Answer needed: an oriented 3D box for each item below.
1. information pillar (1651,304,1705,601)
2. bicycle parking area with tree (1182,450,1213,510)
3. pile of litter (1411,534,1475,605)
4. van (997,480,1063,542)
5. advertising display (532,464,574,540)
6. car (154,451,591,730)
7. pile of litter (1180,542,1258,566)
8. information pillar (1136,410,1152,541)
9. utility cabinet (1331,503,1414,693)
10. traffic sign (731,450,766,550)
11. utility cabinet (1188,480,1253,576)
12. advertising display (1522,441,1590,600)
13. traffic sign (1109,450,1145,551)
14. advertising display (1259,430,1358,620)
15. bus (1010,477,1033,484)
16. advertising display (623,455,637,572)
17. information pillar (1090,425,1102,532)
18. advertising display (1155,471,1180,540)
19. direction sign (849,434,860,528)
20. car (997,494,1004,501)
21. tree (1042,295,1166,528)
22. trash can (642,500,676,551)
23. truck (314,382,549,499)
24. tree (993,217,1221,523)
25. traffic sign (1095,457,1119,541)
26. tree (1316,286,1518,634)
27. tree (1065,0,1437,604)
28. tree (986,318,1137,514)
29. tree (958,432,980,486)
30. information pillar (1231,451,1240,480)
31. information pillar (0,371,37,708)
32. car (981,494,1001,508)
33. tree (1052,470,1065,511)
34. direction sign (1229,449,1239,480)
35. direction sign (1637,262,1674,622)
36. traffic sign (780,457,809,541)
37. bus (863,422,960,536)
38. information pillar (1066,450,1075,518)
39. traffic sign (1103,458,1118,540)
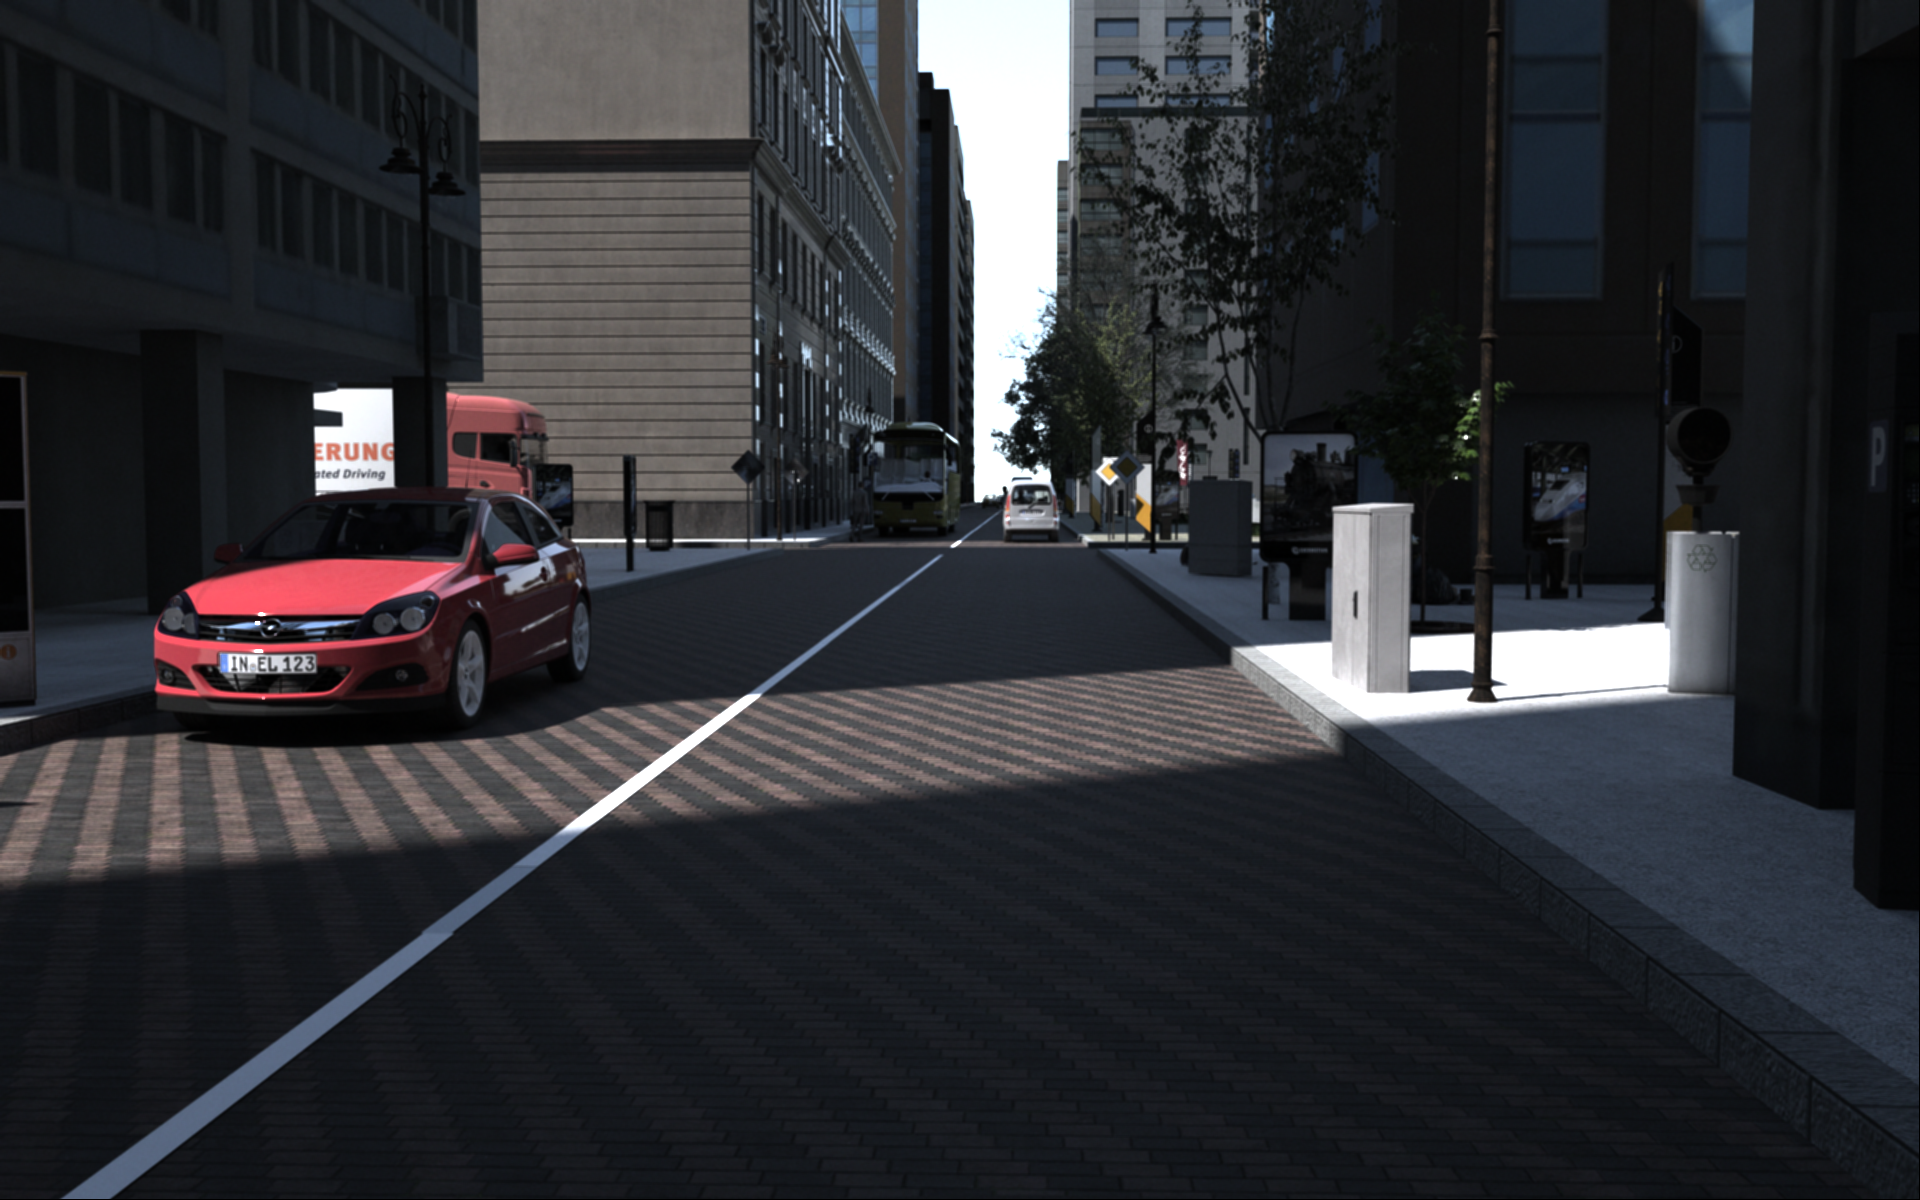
[{"bbox_3d":[8.557,-1.789,20.603,0.183,3.616,0.504,-3,5,-45],"label":"information pillar"},{"bbox_3d":[18.959,-7.784,114.274,8.231,4.147,9.016,0,4,3],"label":"bicycle parking area with tree"},{"bbox_3d":[5.437,-0.408,20.631,1.176,0.858,1.719,-2,4,-31],"label":"pile of litter"},{"bbox_3d":[2.145,-2.792,52.662,2.013,2.044,4.112,0,4,1],"label":"van"},{"bbox_3d":[-8.709,-1.949,37.077,0.123,1.923,0.974,3,5,40],"label":"advertising display"},{"bbox_3d":[-3.829,-0.174,11.888,2.155,1.783,4.494,0,4,2],"label":"car"},{"bbox_3d":[4.693,-1.059,31.286,1.719,0.858,1.176,-2,4,-25],"label":"pile of litter"},{"bbox_3d":[5.077,-3.428,47.396,0.504,3.616,0.183,1,4,9],"label":"information pillar"},{"bbox_3d":[2.744,-0.028,11.618,0.306,1.237,1.020,0,4,-1],"label":"utility cabinet"},{"bbox_3d":[-4.820,-2.191,39.466,0.795,2.450,0.064,0,4,2],"label":"traffic sign"},{"bbox_3d":[4.094,-1.134,27.221,0.318,1.500,1.173,-2,4,-32],"label":"utility cabinet"},{"bbox_3d":[7.287,-0.976,21.178,0.974,1.923,0.123,-2,4,-26],"label":"advertising display"},{"bbox_3d":[3.767,-2.171,39.134,0.795,2.450,0.064,0,4,2],"label":"traffic sign"},{"bbox_3d":[3.537,-0.757,17.593,0.974,1.923,0.123,1,4,10],"label":"advertising display"},{"bbox_3d":[6.933,-11.886,189.202,2.948,3.499,13.247,0,4,3],"label":"bus"},{"bbox_3d":[-5.519,-1.454,28.986,0.123,1.923,0.974,0,4,-5],"label":"advertising display"},{"bbox_3d":[4.625,-4.138,59.008,0.183,3.616,0.504,3,5,45],"label":"information pillar"},{"bbox_3d":[5.733,-2.636,48.307,0.974,1.923,0.123,-3,4,-36],"label":"advertising display"},{"bbox_3d":[-3.970,-4.481,65.260,0.379,3.537,0.876,1,4,20],"label":"direction sign"},{"bbox_3d":[6.704,-16.023,270.778,1.959,1.807,4.718,0,4,1],"label":"car"},{"bbox_3d":[5.516,-7.032,65.342,4.737,8.622,4.395,0,3,0],"label":"tree"},{"bbox_3d":[-6.787,-1.679,39.104,0.748,1.137,0.748,0,3,0],"label":"trash can"},{"bbox_3d":[-15.424,-3.338,43.494,11.283,4.237,2.839,0,4,1],"label":"truck"},{"bbox_3d":[6.654,-10.250,77.960,12.009,13.543,11.850,0,3,0],"label":"tree"},{"bbox_3d":[4.058,-2.659,47.113,0.795,2.450,0.064,0,4,2],"label":"traffic sign"},{"bbox_3d":[4.418,-1.319,16.162,1.663,3.219,1.824,0,3,0],"label":"tree"},{"bbox_3d":[3.589,-4.278,20.308,4.360,8.622,3.978,0,3,0],"label":"tree"},{"bbox_3d":[6.865,-11.847,110.704,9.611,12.733,9.660,0,3,0],"label":"tree"},{"bbox_3d":[0.059,-15.238,199.509,4.360,8.622,3.978,0,3,0],"label":"tree"},{"bbox_3d":[15.004,-6.302,94.397,0.504,3.616,0.183,-1,4,-10],"label":"information pillar"},{"bbox_3d":[-5.805,-0.364,10.439,0.304,2.012,0.304,3,5,45],"label":"information pillar"},{"bbox_3d":[3.125,-10.105,175.442,2.015,1.641,3.980,0,4,2],"label":"car"},{"bbox_3d":[7.698,-8.552,134.433,1.663,3.219,1.824,0,3,0],"label":"tree"},{"bbox_3d":[13.737,-5.810,86.993,0.379,3.537,0.876,3,5,41],"label":"direction sign"},{"bbox_3d":[7.044,-1.553,17.384,0.379,3.537,0.876,1,4,14],"label":"direction sign"},{"bbox_3d":[-4.530,-2.679,47.446,0.795,2.450,0.064,0,4,2],"label":"traffic sign"},{"bbox_3d":[-1.478,-4.342,62.544,2.896,3.916,12.252,0,4,2],"label":"bus"},{"bbox_3d":[5.897,-6.206,92.822,0.504,3.616,0.183,2,4,32],"label":"information pillar"},{"bbox_3d":[4.302,-2.839,48.543,0.606,2.300,0.079,0,4,8],"label":"traffic sign"}]
